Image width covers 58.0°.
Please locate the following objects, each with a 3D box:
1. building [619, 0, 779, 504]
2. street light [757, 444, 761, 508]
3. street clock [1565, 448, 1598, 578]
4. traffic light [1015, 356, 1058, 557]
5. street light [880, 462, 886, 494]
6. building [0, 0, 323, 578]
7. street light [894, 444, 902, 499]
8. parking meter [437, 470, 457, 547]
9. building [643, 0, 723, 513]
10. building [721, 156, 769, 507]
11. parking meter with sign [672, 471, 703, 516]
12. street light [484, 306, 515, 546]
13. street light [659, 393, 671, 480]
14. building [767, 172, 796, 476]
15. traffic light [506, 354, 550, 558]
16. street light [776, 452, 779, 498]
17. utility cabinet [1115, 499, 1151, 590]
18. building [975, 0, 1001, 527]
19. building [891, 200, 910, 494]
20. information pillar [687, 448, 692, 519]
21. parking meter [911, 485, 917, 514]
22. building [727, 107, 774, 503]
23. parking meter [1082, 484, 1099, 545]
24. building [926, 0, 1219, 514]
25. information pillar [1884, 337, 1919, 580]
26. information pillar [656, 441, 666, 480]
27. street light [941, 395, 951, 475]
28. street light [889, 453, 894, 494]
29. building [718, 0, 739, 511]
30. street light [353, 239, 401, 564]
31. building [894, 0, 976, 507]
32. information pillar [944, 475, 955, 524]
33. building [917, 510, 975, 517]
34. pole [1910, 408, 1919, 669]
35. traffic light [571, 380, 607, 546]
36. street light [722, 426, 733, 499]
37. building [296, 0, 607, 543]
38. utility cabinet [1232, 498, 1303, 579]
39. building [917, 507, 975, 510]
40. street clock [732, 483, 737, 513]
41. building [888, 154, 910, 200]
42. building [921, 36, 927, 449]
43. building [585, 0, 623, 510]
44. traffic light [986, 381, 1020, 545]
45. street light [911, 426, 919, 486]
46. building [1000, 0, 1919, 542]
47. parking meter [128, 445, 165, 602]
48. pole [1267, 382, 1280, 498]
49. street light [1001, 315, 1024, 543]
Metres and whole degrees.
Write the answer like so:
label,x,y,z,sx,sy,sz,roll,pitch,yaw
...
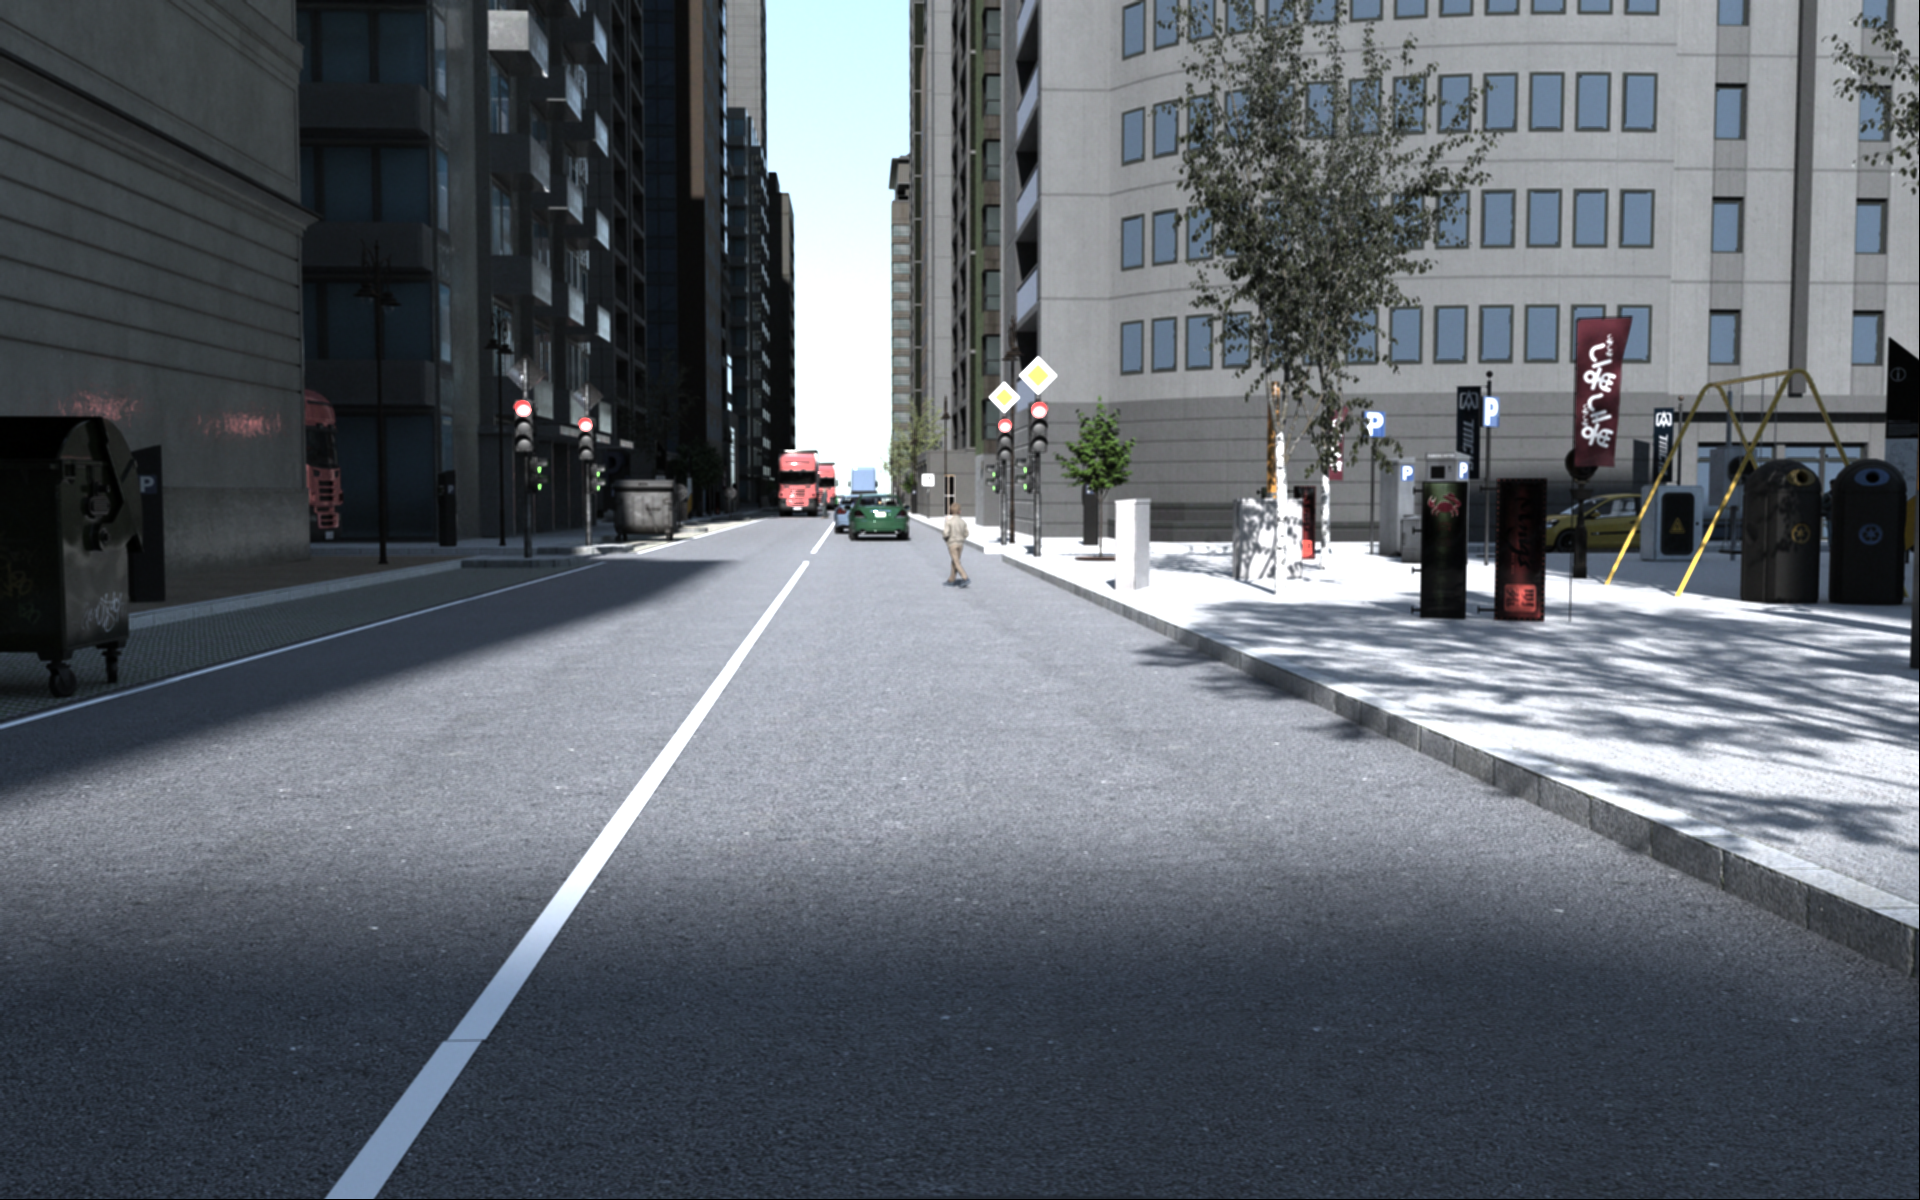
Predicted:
label,x,y,z,sx,sy,sz,roll,pitch,yaw
building,-35.003,-49.092,240.903,20.563,71.187,20.611,0,4,-3
street light,-18.107,-11.231,156.412,0.468,5.910,1.993,0,4,-3
street clock,9.458,-1.334,26.381,0.471,2.002,0.358,1,4,14
traffic light,1.566,-2.841,35.375,0.839,4.253,0.868,0,4,-3
street light,-10.503,-16.419,241.238,0.468,5.910,1.993,0,4,-3
building,-26.395,-11.718,24.878,30.059,22.955,16.112,0,4,-3
street light,-5.541,-11.354,158.422,0.468,5.910,1.993,0,4,-3
parking meter,-12.548,-2.242,42.360,0.255,1.863,0.399,2,4,30
building,-24.591,-28.961,123.622,14.600,45.320,14.200,0,4,-3
building,-35.796,-29.446,173.325,32.217,40.220,23.993,0,4,-3
parking meter with sign,-15.716,-6.333,99.799,1.738,3.016,0.543,0,4,-8
street light,-11.355,-4.284,42.823,0.468,5.910,1.993,0,4,-3
street light,-13.402,-6.491,78.917,0.468,5.910,1.993,0,4,-3
building,-36.080,-39.079,262.645,21.300,48.544,21.600,0,4,-3
traffic light,-8.675,-2.802,34.741,0.839,4.253,0.868,0,4,-3
street light,-20.248,-13.428,192.330,0.468,5.910,1.993,0,4,-3
utility cabinet,2.340,-0.757,23.533,0.306,1.237,1.020,1,4,17
building,7.530,-18.538,74.799,14.160,30.474,14.107,0,4,-3
building,-2.653,-34.225,243.168,14.154,41.232,14.086,0,4,-3
information pillar,-13.731,-5.906,87.923,0.183,3.616,0.504,-2,4,-30
parking meter,-2.933,-6.500,111.990,0.399,1.863,0.255,0,4,7
building,-35.365,-36.478,216.025,23.786,49.044,30.456,0,4,-3
parking meter,3.265,-2.305,43.394,0.399,1.863,0.255,1,4,11
building,7.706,-36.788,143.490,21.231,58.520,28.212,0,4,-3
information pillar,14.036,-2.108,25.823,0.504,3.616,0.183,1,4,22
information pillar,-13.292,-5.230,76.863,0.183,3.616,0.504,3,5,42
street light,-0.670,-6.614,80.927,0.468,5.910,1.993,0,4,-3
street light,-8.239,-14.223,205.327,0.468,5.910,1.993,0,4,-3
building,-29.683,-50.894,144.785,22.319,86.520,31.000,0,4,-3
street light,-10.605,-3.601,31.667,0.468,5.910,1.993,0,4,-3
building,1.761,-48.130,225.173,20.563,71.187,20.611,0,4,-3
information pillar,-0.408,-3.875,67.854,0.304,2.012,0.304,-2,4,-31
building,8.064,-40.409,98.947,20.563,71.187,20.611,0,4,-3
pole,7.093,-1.147,12.603,0.158,3.312,0.155,0,3,0
traffic light,-9.158,-3.290,42.711,0.839,4.253,0.868,0,4,-3
street light,-15.503,-8.688,114.838,0.468,5.910,1.993,0,4,-3
building,-23.957,-26.714,56.377,23.786,49.044,30.456,0,4,-3
utility cabinet,4.689,-0.933,26.422,1.020,1.237,0.306,0,4,-6
building,4.616,-45.519,182.487,20.563,71.187,20.611,0,4,-3
street clock,-15.278,-6.909,117.527,0.358,2.002,0.471,-1,4,-20
building,3.744,-41.285,264.251,28.713,52.752,27.495,0,4,-3
building,3.460,-31.491,164.988,14.600,45.320,14.200,0,4,-3
building,-27.341,-40.592,101.932,20.563,71.187,20.611,0,4,-3
traffic light,1.084,-3.329,43.345,0.839,4.253,0.868,0,4,-3
street light,-3.295,-9.157,122.510,0.468,5.910,1.993,0,4,-3
building,16.062,-31.345,54.487,28.212,58.520,21.231,0,4,-3
parking meter,-9.717,-0.911,20.612,0.399,1.863,0.255,-3,5,-40
pole,5.698,-2.306,31.546,0.158,3.312,0.155,0,3,0
street light,1.362,-4.417,45.002,0.468,5.910,1.993,0,4,-3
